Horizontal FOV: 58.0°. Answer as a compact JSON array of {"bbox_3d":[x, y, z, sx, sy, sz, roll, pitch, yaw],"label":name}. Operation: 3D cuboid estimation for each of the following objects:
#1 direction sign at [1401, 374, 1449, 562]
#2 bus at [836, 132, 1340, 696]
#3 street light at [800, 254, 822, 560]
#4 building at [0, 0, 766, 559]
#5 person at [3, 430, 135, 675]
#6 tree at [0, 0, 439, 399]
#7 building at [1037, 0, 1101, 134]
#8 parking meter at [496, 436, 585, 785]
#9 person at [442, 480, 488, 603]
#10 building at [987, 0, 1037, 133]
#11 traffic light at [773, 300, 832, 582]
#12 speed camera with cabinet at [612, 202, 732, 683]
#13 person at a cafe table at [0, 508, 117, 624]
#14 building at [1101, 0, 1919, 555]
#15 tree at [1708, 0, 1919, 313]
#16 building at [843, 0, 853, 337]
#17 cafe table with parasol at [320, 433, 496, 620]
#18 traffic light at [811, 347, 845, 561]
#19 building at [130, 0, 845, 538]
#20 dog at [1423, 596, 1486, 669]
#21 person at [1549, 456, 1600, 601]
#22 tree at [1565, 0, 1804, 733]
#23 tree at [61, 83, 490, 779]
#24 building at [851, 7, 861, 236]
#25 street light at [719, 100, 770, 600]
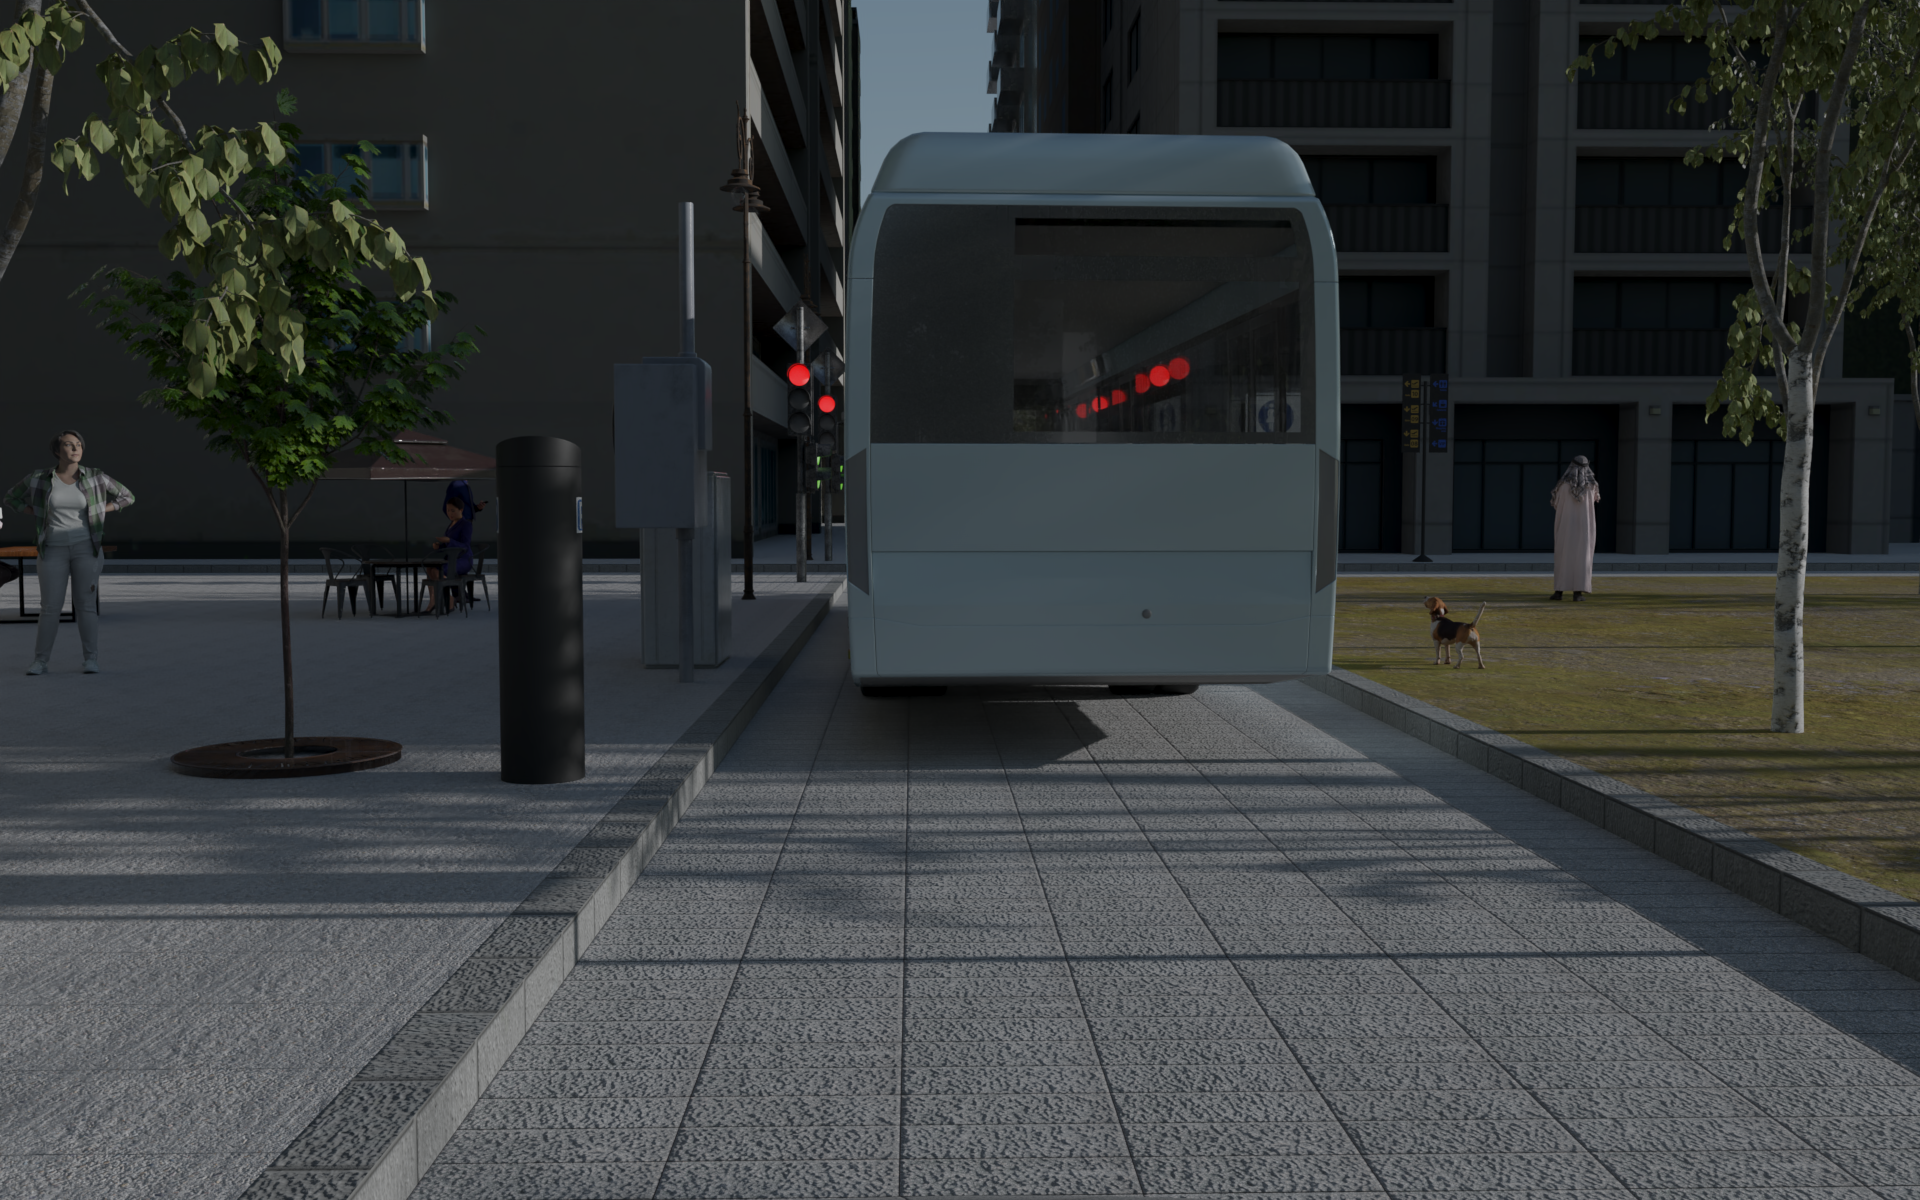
[{"bbox_3d":[8.753,-2.487,32.658,0.876,3.537,0.379,0,4,-4],"label":"direction sign"},{"bbox_3d":[0.304,-1.261,15.483,2.948,3.499,13.247,0,4,-3],"label":"bus"},{"bbox_3d":[-2.939,-3.713,33.503,0.468,5.910,1.993,0,4,-2],"label":"street light"},{"bbox_3d":[-15.100,-25.649,43.064,21.300,48.544,21.600,0,4,-2],"label":"building"},{"bbox_3d":[-6.379,-0.345,12.409,0.841,1.734,0.376,-1,4,-21],"label":"person"},{"bbox_3d":[-2.937,-3.316,4.583,4.737,8.622,4.395,0,3,0],"label":"tree"},{"bbox_3d":[10.145,-25.175,61.722,14.600,45.320,14.200,0,4,-2],"label":"building"},{"bbox_3d":[-1.883,0.038,7.782,0.372,1.533,0.369,0,3,0],"label":"parking meter"},{"bbox_3d":[-5.823,-0.839,20.468,0.504,1.737,0.576,-1,4,-10],"label":"person"},{"bbox_3d":[12.845,-28.942,92.810,23.786,49.044,30.456,0,4,-2],"label":"building"},{"bbox_3d":[-2.289,-2.213,25.105,0.839,4.253,0.868,0,4,-2],"label":"traffic light"},{"bbox_3d":[-2.063,-1.114,12.548,0.660,3.252,2.038,0,4,-1],"label":"speed camera with cabinet"},{"bbox_3d":[-9.623,-0.554,17.570,1.622,1.524,1.698,-1,4,-15],"label":"person at a cafe table"},{"bbox_3d":[14.893,-37.087,44.623,20.611,71.187,20.563,0,4,-2],"label":"building"},{"bbox_3d":[8.671,-3.911,14.315,4.360,8.622,3.978,0,3,0],"label":"tree"},{"bbox_3d":[-12.406,-24.413,82.743,14.154,41.232,14.086,0,4,-2],"label":"building"},{"bbox_3d":[-5.839,-0.819,18.260,2.610,1.966,2.610,0,4,7],"label":"cafe table with parasol"},{"bbox_3d":[-2.503,-2.701,33.087,0.839,4.253,0.868,0,4,-2],"label":"traffic light"},{"bbox_3d":[-15.446,-26.968,64.622,21.300,48.544,21.600,0,4,-2],"label":"building"},{"bbox_3d":[3.666,0.243,12.859,0.540,0.507,0.406,2,4,29],"label":"dog"},{"bbox_3d":[7.388,-0.860,20.776,0.551,1.740,0.621,0,4,-1],"label":"person"},{"bbox_3d":[4.712,-3.595,9.144,4.737,8.622,4.395,0,3,0],"label":"tree"},{"bbox_3d":[-3.080,-0.834,8.230,1.663,3.219,1.824,0,3,0],"label":"tree"},{"bbox_3d":[-12.804,-19.949,97.867,14.160,30.474,14.107,0,4,-2],"label":"building"},{"bbox_3d":[-2.571,-2.943,20.899,0.468,5.910,1.993,0,4,-2],"label":"street light"}]
